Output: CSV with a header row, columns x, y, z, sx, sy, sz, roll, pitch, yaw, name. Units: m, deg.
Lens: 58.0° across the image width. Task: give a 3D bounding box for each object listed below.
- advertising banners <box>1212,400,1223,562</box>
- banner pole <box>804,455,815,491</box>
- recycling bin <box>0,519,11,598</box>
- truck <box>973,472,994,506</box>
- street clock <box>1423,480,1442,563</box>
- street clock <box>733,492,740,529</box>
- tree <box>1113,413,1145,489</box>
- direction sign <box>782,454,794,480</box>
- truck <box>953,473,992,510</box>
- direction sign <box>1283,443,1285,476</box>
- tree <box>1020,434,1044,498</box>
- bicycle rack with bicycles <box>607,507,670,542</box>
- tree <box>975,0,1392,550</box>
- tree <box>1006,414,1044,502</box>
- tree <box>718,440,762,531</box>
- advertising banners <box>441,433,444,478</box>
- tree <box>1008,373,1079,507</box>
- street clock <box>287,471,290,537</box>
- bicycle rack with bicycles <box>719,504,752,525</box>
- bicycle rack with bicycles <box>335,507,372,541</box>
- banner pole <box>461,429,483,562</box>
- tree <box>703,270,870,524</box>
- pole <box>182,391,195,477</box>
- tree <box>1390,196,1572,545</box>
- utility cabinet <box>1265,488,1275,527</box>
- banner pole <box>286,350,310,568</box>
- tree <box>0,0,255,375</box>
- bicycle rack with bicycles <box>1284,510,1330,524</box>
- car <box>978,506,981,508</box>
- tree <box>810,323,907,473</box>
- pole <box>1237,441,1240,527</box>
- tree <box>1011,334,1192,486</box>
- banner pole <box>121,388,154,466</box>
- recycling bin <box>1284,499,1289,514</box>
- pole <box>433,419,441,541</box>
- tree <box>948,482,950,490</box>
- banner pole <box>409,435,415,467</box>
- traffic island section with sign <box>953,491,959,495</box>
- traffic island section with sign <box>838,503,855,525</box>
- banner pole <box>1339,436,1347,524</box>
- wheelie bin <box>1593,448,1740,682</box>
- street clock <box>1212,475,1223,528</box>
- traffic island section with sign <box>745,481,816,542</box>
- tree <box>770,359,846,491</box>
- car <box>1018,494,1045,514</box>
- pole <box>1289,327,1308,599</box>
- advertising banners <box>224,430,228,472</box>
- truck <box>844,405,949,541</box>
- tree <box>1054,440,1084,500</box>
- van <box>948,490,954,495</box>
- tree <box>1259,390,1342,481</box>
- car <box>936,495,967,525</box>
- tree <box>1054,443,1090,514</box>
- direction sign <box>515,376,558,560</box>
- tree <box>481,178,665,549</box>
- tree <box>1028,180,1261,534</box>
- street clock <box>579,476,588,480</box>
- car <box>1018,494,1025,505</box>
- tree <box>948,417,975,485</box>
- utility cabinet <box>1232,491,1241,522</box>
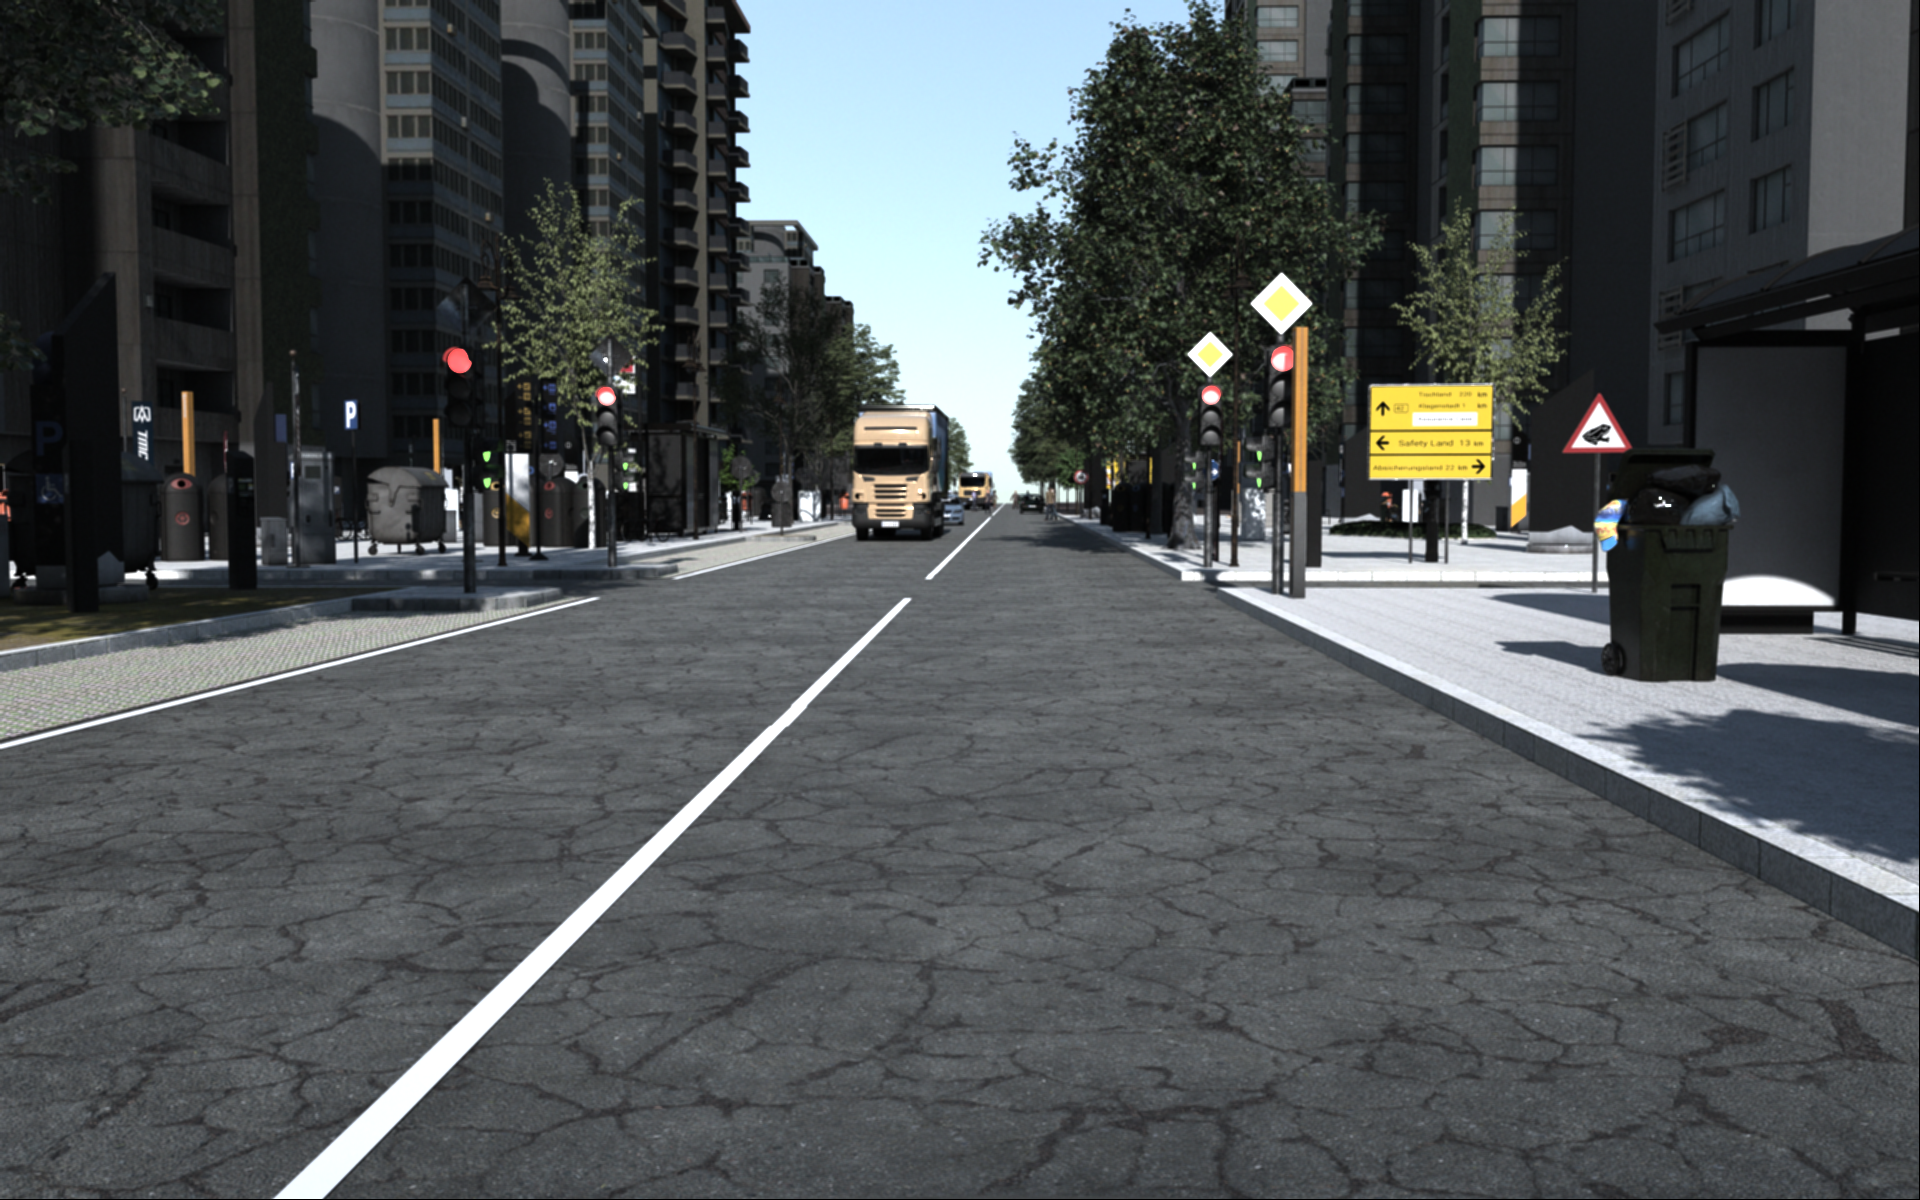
x,y,z,sx,sy,sz,roll,pitch,yaw,name
4.925,-2.263,33.192,0.090,3.025,2.074,0,4,5,advertising banners
-8.877,-6.817,101.482,0.863,3.779,0.401,1,4,19,banner pole
-12.184,-0.530,21.224,0.722,1.027,0.722,0,4,-1,recycling bin
2.969,-13.613,212.329,2.967,4.110,18.799,0,4,3,truck
8.872,-1.710,32.521,0.471,2.002,0.358,2,4,35,street clock
-8.058,-3.538,62.411,0.358,2.002,0.471,-1,4,-8,street clock
7.551,-8.053,82.032,4.737,8.622,4.395,0,3,0,tree
-9.801,-6.512,98.473,0.876,3.537,0.379,2,4,25,direction sign
1.334,-9.935,158.360,3.469,3.379,9.791,0,4,3,truck
14.234,-5.170,76.533,0.379,3.537,0.876,1,4,22,direction sign
12.005,-19.956,252.040,9.928,11.665,9.643,0,3,0,tree
-9.443,-2.013,46.290,2.852,0.926,2.925,-3,4,-38,bicycle rack with bicycles
5.186,-7.532,40.163,9.611,12.733,9.660,0,3,0,tree
11.309,-20.020,237.689,12.009,13.543,11.850,0,3,0,tree
-8.047,-4.039,60.634,1.663,3.219,1.824,0,3,0,tree
-14.764,-3.247,49.273,0.090,3.025,2.074,-1,4,-12,advertising banners
9.306,-16.286,172.925,9.857,13.997,8.962,0,3,0,tree
-20.224,-2.892,51.847,0.471,2.002,0.358,-2,4,-24,street clock
-10.318,-3.678,73.515,2.852,0.926,2.925,3,5,43,bicycle rack with bicycles
-16.500,-2.149,48.523,2.925,0.926,2.852,1,4,22,bicycle rack with bicycles
-9.255,-2.628,32.982,0.401,3.779,0.863,0,4,-1,banner pole
-7.436,-8.498,73.359,8.767,10.594,7.601,2,4,33,tree
-15.352,-2.487,34.509,0.158,3.312,0.155,0,3,0,pole
13.059,-5.711,43.735,4.737,8.622,4.395,0,3,0,tree
11.820,-3.554,66.792,0.318,1.500,1.173,2,4,33,utility cabinet
-11.442,-2.440,29.915,0.401,3.779,0.863,-2,4,-28,banner pole
-9.573,-6.436,11.887,9.857,13.997,8.962,0,3,0,tree
14.417,-3.677,73.504,2.852,0.926,2.925,-1,4,-17,bicycle rack with bicycles
1.325,-10.454,181.142,2.015,1.641,3.980,0,4,3,car
-6.974,-12.055,115.223,7.486,12.596,7.792,0,3,0,tree
10.715,-4.473,66.979,0.158,3.312,0.155,0,3,0,pole
6.833,-8.571,74.541,7.601,10.594,8.767,2,4,23,tree
-19.501,-3.119,41.020,0.863,3.779,0.401,-1,4,-11,banner pole
14.861,-4.178,80.864,0.722,1.027,0.722,-3,5,-44,recycling bin
-14.189,-3.254,47.054,0.158,3.312,0.155,0,3,0,pole
-2.106,-14.884,237.949,1.663,3.219,1.824,0,3,0,tree
-23.155,-5.093,73.283,0.401,3.779,0.863,0,4,2,banner pole
0.410,-14.150,239.975,1.989,1.847,2.006,0,4,2,traffic island section with sign
-4.590,-4.387,80.351,1.989,1.847,2.006,0,4,2,traffic island section with sign
16.351,-5.139,74.039,0.401,3.779,0.863,2,4,34,banner pole
4.931,-0.251,12.016,0.980,1.594,0.693,0,4,-6,wheelie bin
9.761,-3.744,65.782,0.358,2.002,0.471,2,4,34,street clock
-5.440,-2.707,52.892,1.989,1.847,2.006,0,4,2,traffic island section with sign
-7.645,-8.546,90.086,4.360,8.622,3.978,0,3,0,tree
5.243,-7.147,126.646,2.009,1.686,4.222,0,4,1,car
4.155,-1.676,21.249,0.158,3.312,0.155,0,3,0,pole
-19.629,-3.091,46.723,0.090,3.025,2.074,-2,4,-32,advertising banners
-1.874,-4.142,56.639,2.839,4.237,11.283,0,4,2,truck
9.123,-11.066,131.290,4.360,8.622,3.978,0,3,0,tree
-1.366,-10.337,176.020,2.013,2.044,4.112,0,4,1,van
17.002,-8.372,87.245,4.360,8.622,3.978,0,3,0,tree
-0.690,-4.194,80.575,2.014,1.417,4.499,0,4,0,car
7.553,-7.806,111.349,4.285,4.588,4.351,0,3,0,tree
-8.203,-2.546,33.618,0.876,3.537,0.379,-3,5,-42,direction sign
-8.722,-5.498,40.248,4.737,8.622,4.395,0,3,0,tree
6.013,-8.396,55.396,7.486,12.596,7.792,0,3,0,tree
-14.928,-3.946,69.079,0.358,2.002,0.471,3,5,41,street clock
7.595,-11.970,207.506,2.131,1.459,4.920,0,4,1,car
-1.436,-20.575,254.533,7.486,12.596,7.792,0,3,0,tree
12.891,-4.260,78.326,1.173,1.500,0.318,2,4,31,utility cabinet
